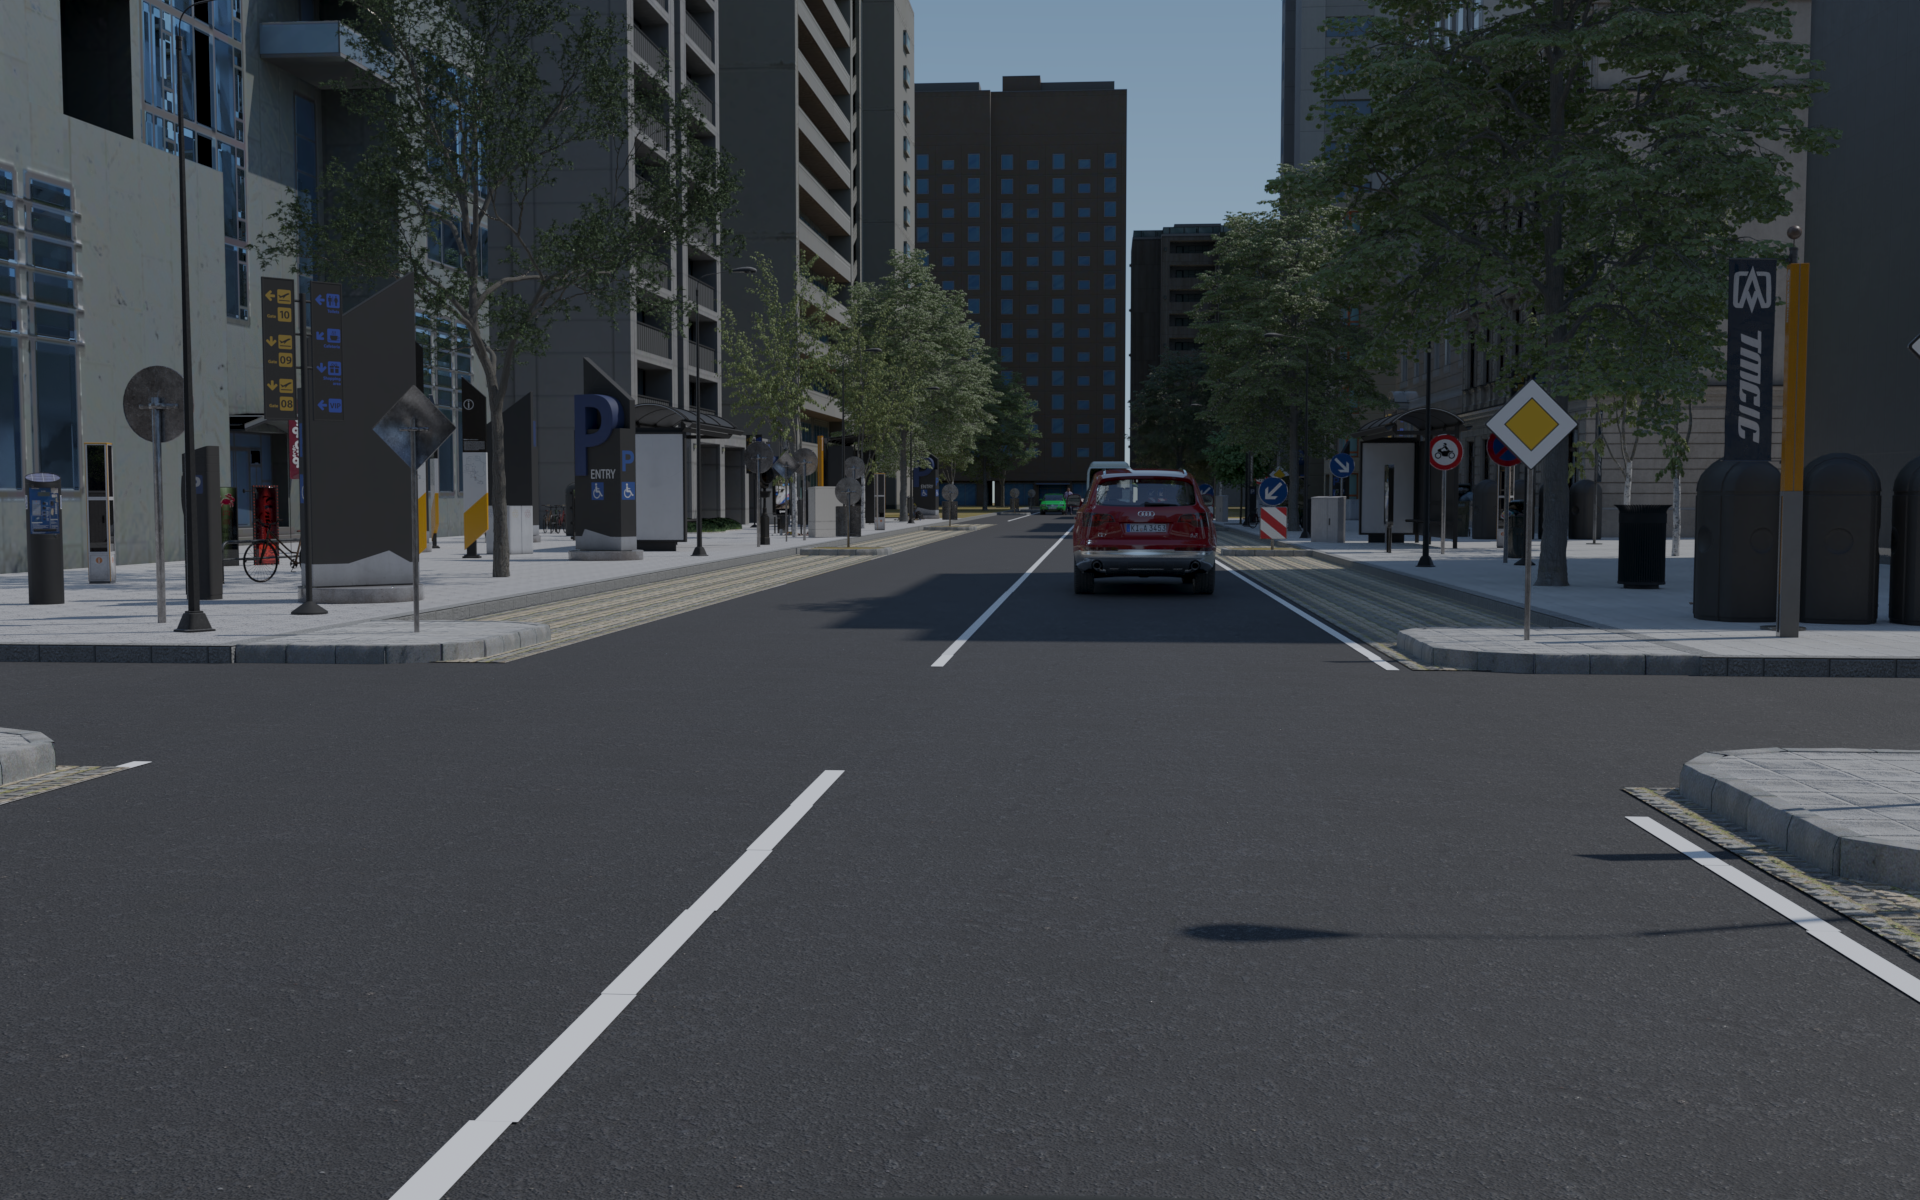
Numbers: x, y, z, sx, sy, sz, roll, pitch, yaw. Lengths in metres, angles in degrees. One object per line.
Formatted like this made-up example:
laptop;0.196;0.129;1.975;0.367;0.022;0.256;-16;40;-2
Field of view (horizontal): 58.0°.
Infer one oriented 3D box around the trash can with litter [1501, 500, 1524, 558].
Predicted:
trash can with litter;11.154;-1.436;34.873;0.624;1.170;1.055;1;4;11

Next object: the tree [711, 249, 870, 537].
tree;-5.156;-6.174;51.314;4.737;8.622;4.395;0;3;0

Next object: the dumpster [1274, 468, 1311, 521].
dumpster;12.564;-3.898;66.230;1.502;2.255;1.985;0;4;5

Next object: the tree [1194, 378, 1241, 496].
tree;15.591;-9.310;102.576;4.360;8.622;3.978;0;3;0

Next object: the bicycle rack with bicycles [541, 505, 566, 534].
bicycle rack with bicycles;-13.871;-2.669;57.024;2.852;0.926;2.925;0;4;6

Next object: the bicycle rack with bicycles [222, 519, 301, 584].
bicycle rack with bicycles;-9.216;-0.730;25.313;2.852;0.926;2.925;1;4;20

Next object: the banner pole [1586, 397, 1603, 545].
banner pole;16.134;-3.289;43.798;0.401;3.779;0.863;0;4;8

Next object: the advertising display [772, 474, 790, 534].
advertising display;-5.831;-3.136;56.482;0.123;1.923;0.974;2;4;23

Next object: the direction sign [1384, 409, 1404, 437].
direction sign;11.664;-3.342;46.637;0.876;3.537;0.379;-3;5;-40

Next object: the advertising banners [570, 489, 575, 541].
advertising banners;-10.353;-3.191;48.368;0.090;3.025;2.074;1;4;16

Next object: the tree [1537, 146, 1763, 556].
tree;14.530;-5.207;35.499;4.737;8.622;4.395;0;3;0

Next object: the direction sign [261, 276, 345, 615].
direction sign;-6.958;-1.616;18.419;0.379;3.537;0.876;3;5;43

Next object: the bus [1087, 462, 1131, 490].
bus;9.194;-6.739;105.038;2.948;3.499;13.247;0;4;6

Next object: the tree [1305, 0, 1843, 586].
tree;8.214;-6.495;24.327;7.486;12.596;7.792;0;3;0

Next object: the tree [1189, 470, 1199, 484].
tree;17.939;-8.595;135.123;1.663;3.219;1.824;0;3;0

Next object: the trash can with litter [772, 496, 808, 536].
trash can with litter;-4.895;-2.580;53.241;1.678;1.210;2.233;-3;4;-39

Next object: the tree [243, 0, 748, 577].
tree;-6.983;-5.649;26.779;8.767;10.594;7.601;1;4;14

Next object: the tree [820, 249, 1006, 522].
tree;-2.628;-9.907;80.106;7.486;12.596;7.792;0;3;0

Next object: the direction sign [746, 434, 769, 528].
direction sign;-7.836;-4.526;65.999;0.876;3.537;0.379;3;5;40

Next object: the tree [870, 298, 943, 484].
tree;-3.363;-6.963;64.205;4.737;8.622;4.395;0;3;0

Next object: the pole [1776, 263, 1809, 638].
pole;7.426;-1.321;15.449;0.158;3.312;0.155;0;3;0

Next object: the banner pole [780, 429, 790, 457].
banner pole;-6.744;-4.673;66.422;0.401;3.779;0.863;-3;4;-36

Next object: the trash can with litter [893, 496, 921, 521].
trash can with litter;-2.686;-4.445;83.731;1.678;1.210;2.233;2;4;26

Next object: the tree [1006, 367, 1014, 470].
tree;-1.288;-10.805;94.796;7.486;12.596;7.792;0;3;0

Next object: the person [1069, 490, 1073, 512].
person;8.533;-7.749;135.720;0.750;1.759;0.617;-2;4;-30

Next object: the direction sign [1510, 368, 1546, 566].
direction sign;10.175;-2.392;31.100;0.876;3.537;0.379;-2;4;-31

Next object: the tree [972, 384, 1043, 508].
tree;3.927;-14.485;162.579;9.928;11.665;9.643;0;3;0

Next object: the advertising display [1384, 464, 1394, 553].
advertising display;9.402;-2.004;37.982;0.123;1.923;0.974;1;4;9

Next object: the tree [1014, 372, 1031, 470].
tree;1.834;-13.191;133.800;7.486;12.596;7.792;0;3;0

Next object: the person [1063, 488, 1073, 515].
person;7.306;-6.639;116.921;0.709;1.838;0.599;1;4;9

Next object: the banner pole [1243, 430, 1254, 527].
banner pole;11.286;-4.725;67.274;0.401;3.779;0.863;0;4;-4

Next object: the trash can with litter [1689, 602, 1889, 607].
trash can with litter;9.720;-0.556;20.147;2.233;1.210;1.678;2;4;24

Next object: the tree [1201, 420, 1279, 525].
tree;11.812;-5.473;73.193;4.285;4.588;4.351;0;3;0

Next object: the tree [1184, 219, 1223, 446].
tree;11.392;-8.630;59.223;7.486;12.596;7.792;0;3;0

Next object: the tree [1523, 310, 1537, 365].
tree;15.324;-5.475;39.872;4.737;8.622;4.395;0;3;0

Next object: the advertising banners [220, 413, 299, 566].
advertising banners;-12.556;-2.142;31.202;0.090;3.025;2.074;3;5;39

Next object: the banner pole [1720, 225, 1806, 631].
banner pole;7.547;-1.604;16.237;0.863;3.779;0.401;0;4;-5

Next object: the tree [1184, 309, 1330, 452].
tree;13.955;-8.971;81.094;7.601;10.594;8.767;1;4;13

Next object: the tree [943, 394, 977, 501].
tree;-0.668;-9.512;105.879;4.737;8.622;4.395;0;3;0

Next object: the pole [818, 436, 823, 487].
pole;-4.894;-4.094;60.783;0.158;3.312;0.155;0;3;0

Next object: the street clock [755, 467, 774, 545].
street clock;-4.921;-2.388;43.616;0.358;2.002;0.471;3;4;38

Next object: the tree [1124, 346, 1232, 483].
tree;19.036;-14.892;150.146;9.857;13.997;8.962;0;3;0
